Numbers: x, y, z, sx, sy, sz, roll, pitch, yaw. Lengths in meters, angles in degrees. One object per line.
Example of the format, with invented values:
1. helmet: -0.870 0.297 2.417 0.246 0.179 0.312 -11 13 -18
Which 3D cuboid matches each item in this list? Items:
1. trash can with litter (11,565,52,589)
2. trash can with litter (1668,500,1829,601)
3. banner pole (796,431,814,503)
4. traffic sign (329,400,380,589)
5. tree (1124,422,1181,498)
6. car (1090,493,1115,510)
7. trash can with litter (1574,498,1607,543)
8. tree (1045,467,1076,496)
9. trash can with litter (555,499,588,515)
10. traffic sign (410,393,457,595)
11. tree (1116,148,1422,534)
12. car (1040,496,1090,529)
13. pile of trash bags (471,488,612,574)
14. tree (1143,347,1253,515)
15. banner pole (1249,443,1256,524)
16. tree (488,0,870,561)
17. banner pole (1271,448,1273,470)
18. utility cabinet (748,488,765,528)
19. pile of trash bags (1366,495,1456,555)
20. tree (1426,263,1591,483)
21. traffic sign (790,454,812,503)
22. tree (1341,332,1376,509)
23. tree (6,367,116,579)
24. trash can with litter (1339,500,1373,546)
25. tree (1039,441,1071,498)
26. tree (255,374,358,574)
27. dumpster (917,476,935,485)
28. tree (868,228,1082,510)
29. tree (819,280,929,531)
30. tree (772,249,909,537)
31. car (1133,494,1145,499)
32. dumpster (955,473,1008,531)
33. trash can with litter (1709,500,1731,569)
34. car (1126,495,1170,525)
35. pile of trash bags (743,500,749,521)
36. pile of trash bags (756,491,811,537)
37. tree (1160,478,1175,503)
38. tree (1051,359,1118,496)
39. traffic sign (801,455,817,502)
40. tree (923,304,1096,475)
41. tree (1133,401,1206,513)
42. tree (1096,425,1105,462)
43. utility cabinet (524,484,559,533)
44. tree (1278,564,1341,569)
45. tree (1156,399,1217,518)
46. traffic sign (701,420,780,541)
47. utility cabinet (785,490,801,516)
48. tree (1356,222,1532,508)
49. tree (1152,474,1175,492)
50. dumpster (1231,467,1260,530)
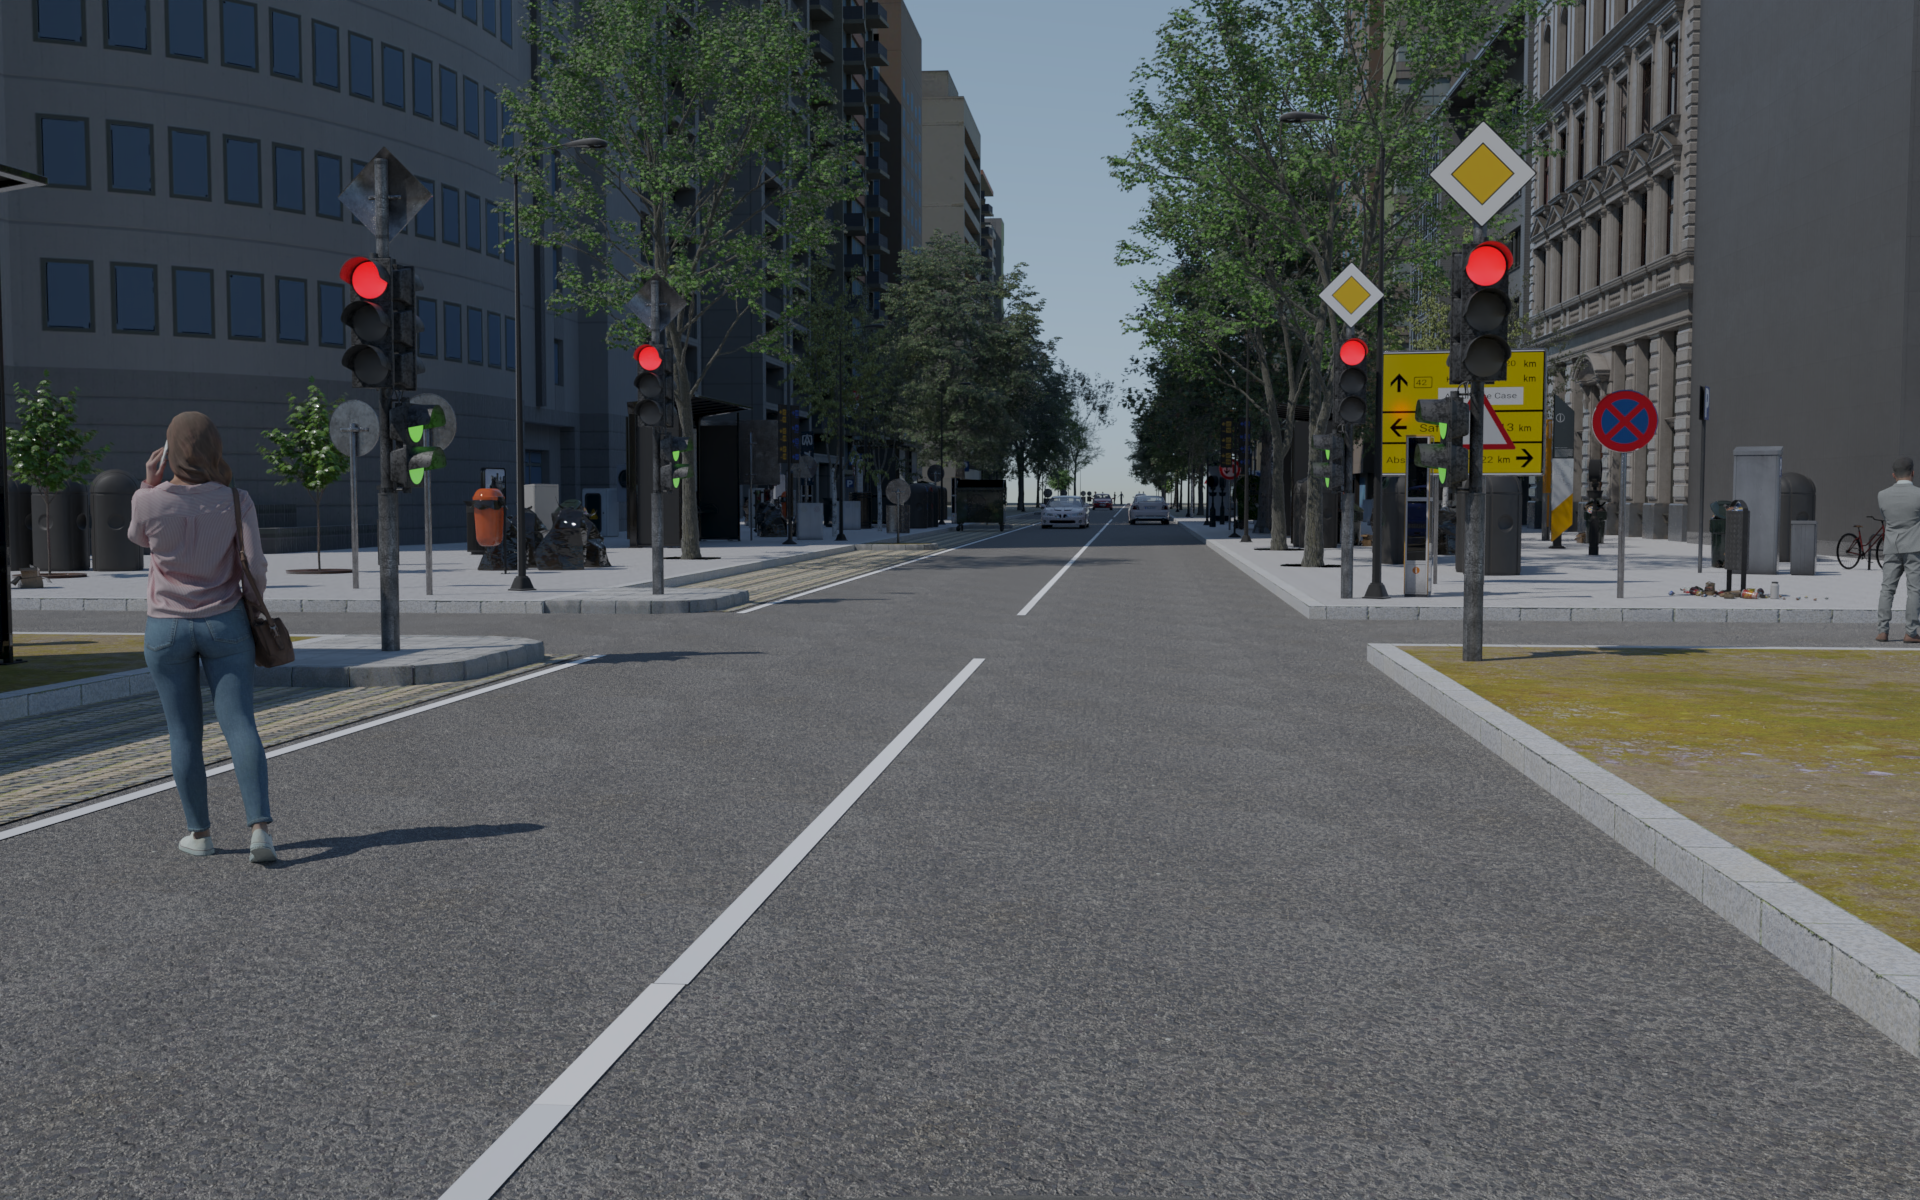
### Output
1. trash can with litter: -12.961 -0.740 23.494 1.055 1.170 0.624 -3 4 -39
2. trash can with litter: 9.801 -0.664 21.908 1.678 1.210 2.233 0 4 5
3. banner pole: -5.496 -4.321 60.664 0.863 3.779 0.401 1 4 11
4. traffic sign: -8.197 -1.426 23.423 0.768 2.556 0.104 1 4 13
5. tree: 25.260 -18.913 215.877 9.857 13.997 8.962 0 3 0
6. car: 12.698 -8.892 154.425 2.155 1.783 4.494 0 4 4
7. trash can with litter: 16.325 -2.055 44.986 0.624 1.170 1.055 -1 4 -11
8. tree: 11.133 -12.724 191.755 4.285 4.588 4.351 0 3 0
9. trash can with litter: -8.534 -1.588 37.350 0.624 1.170 1.055 1 4 23
10. traffic sign: -6.742 -1.335 21.932 0.768 2.556 0.104 1 4 8
11. tree: 9.977 -8.510 56.153 9.611 12.733 9.660 0 3 0
12. car: 4.480 -3.727 73.302 2.083 1.381 4.827 0 4 7
13. pile of trash bags: -7.274 -1.189 29.191 1.912 1.369 3.447 1 4 10
14. tree: 15.043 -11.421 104.852 7.486 12.596 7.792 0 3 0
15. banner pole: 12.450 -5.147 74.165 0.401 3.779 0.863 -2 4 -33
16. tree: -5.449 -6.601 33.688 9.928 11.665 9.643 0 3 0
17. banner pole: 14.553 -5.580 81.249 0.863 3.779 0.401 -1 4 -8
18. utility cabinet: -7.742 -3.498 65.865 0.318 1.500 1.173 1 4 10
19. pile of trash bags: 9.879 -1.706 37.649 1.912 1.369 3.447 0 4 6
20. tree: 17.002 -6.315 53.616 4.360 8.622 3.978 0 3 0
21. traffic sign: -5.216 -3.430 56.079 0.884 2.594 0.081 1 4 9
22. tree: 14.386 -7.029 65.284 4.360 8.622 3.978 0 3 0
23. tree: -13.887 -1.958 26.620 1.663 3.219 1.824 0 3 0
24. trash can with litter: 9.898 -1.920 42.782 1.055 1.170 0.624 3 5 41
25. tree: 8.605 -13.546 171.844 4.360 8.622 3.978 0 3 0
26. tree: -10.544 -2.045 28.032 1.663 3.219 1.824 0 3 0
27. dumpster: -1.945 -5.423 91.160 1.502 2.255 1.985 0 4 6
28. tree: 0.033 -10.761 82.591 9.857 13.997 8.962 0 3 0
29. tree: -2.790 -6.659 59.240 4.360 8.622 3.978 0 3 0
30. tree: -3.718 -6.205 51.810 4.737 8.622 4.395 0 3 0
31. car: 23.705 -13.357 227.426 2.155 1.783 4.494 0 4 6
32. dumpster: 0.815 -3.757 66.381 1.985 2.255 1.502 0 4 6
33. trash can with litter: 13.344 -1.128 29.832 0.624 1.170 1.055 0 4 1
34. car: 8.963 -4.277 82.293 2.083 1.381 4.827 0 4 4
35. pile of trash bags: -9.099 -4.064 76.199 3.447 1.369 1.912 1 4 20
36. pile of trash bags: -5.302 -2.650 53.086 1.912 1.369 3.447 0 4 -7
37. tree: 29.214 -15.520 248.353 1.663 3.219 1.824 0 3 0
38. tree: 15.976 -23.532 240.643 12.611 20.169 13.585 0 3 0
39. traffic sign: -5.068 -3.478 56.969 0.768 2.556 0.104 1 4 13
40. tree: 2.110 -12.282 111.177 12.009 13.543 11.850 0 3 0
41. tree: 17.425 -12.427 137.596 8.767 10.594 7.601 2 4 29
42. tree: 13.602 -19.135 223.232 12.009 13.543 11.850 0 3 0
43. utility cabinet: -9.305 -1.820 38.431 0.318 1.500 1.173 1 4 13
44. tree: 6.390 -6.382 30.104 9.928 11.665 9.643 0 3 0
45. tree: 12.717 -8.723 92.981 4.360 8.622 3.978 0 3 0
46. traffic sign: -6.067 -3.288 47.632 2.265 3.308 0.079 0 4 6
47. utility cabinet: -9.349 -5.459 97.941 1.173 1.500 0.318 0 4 -8
48. tree: 13.074 -5.870 46.341 4.737 8.622 4.395 0 3 0
49. tree: 28.329 -15.733 240.951 4.285 4.588 4.351 0 3 0
50. dumpster: 10.618 -3.707 63.101 1.502 2.255 1.985 0 4 6
